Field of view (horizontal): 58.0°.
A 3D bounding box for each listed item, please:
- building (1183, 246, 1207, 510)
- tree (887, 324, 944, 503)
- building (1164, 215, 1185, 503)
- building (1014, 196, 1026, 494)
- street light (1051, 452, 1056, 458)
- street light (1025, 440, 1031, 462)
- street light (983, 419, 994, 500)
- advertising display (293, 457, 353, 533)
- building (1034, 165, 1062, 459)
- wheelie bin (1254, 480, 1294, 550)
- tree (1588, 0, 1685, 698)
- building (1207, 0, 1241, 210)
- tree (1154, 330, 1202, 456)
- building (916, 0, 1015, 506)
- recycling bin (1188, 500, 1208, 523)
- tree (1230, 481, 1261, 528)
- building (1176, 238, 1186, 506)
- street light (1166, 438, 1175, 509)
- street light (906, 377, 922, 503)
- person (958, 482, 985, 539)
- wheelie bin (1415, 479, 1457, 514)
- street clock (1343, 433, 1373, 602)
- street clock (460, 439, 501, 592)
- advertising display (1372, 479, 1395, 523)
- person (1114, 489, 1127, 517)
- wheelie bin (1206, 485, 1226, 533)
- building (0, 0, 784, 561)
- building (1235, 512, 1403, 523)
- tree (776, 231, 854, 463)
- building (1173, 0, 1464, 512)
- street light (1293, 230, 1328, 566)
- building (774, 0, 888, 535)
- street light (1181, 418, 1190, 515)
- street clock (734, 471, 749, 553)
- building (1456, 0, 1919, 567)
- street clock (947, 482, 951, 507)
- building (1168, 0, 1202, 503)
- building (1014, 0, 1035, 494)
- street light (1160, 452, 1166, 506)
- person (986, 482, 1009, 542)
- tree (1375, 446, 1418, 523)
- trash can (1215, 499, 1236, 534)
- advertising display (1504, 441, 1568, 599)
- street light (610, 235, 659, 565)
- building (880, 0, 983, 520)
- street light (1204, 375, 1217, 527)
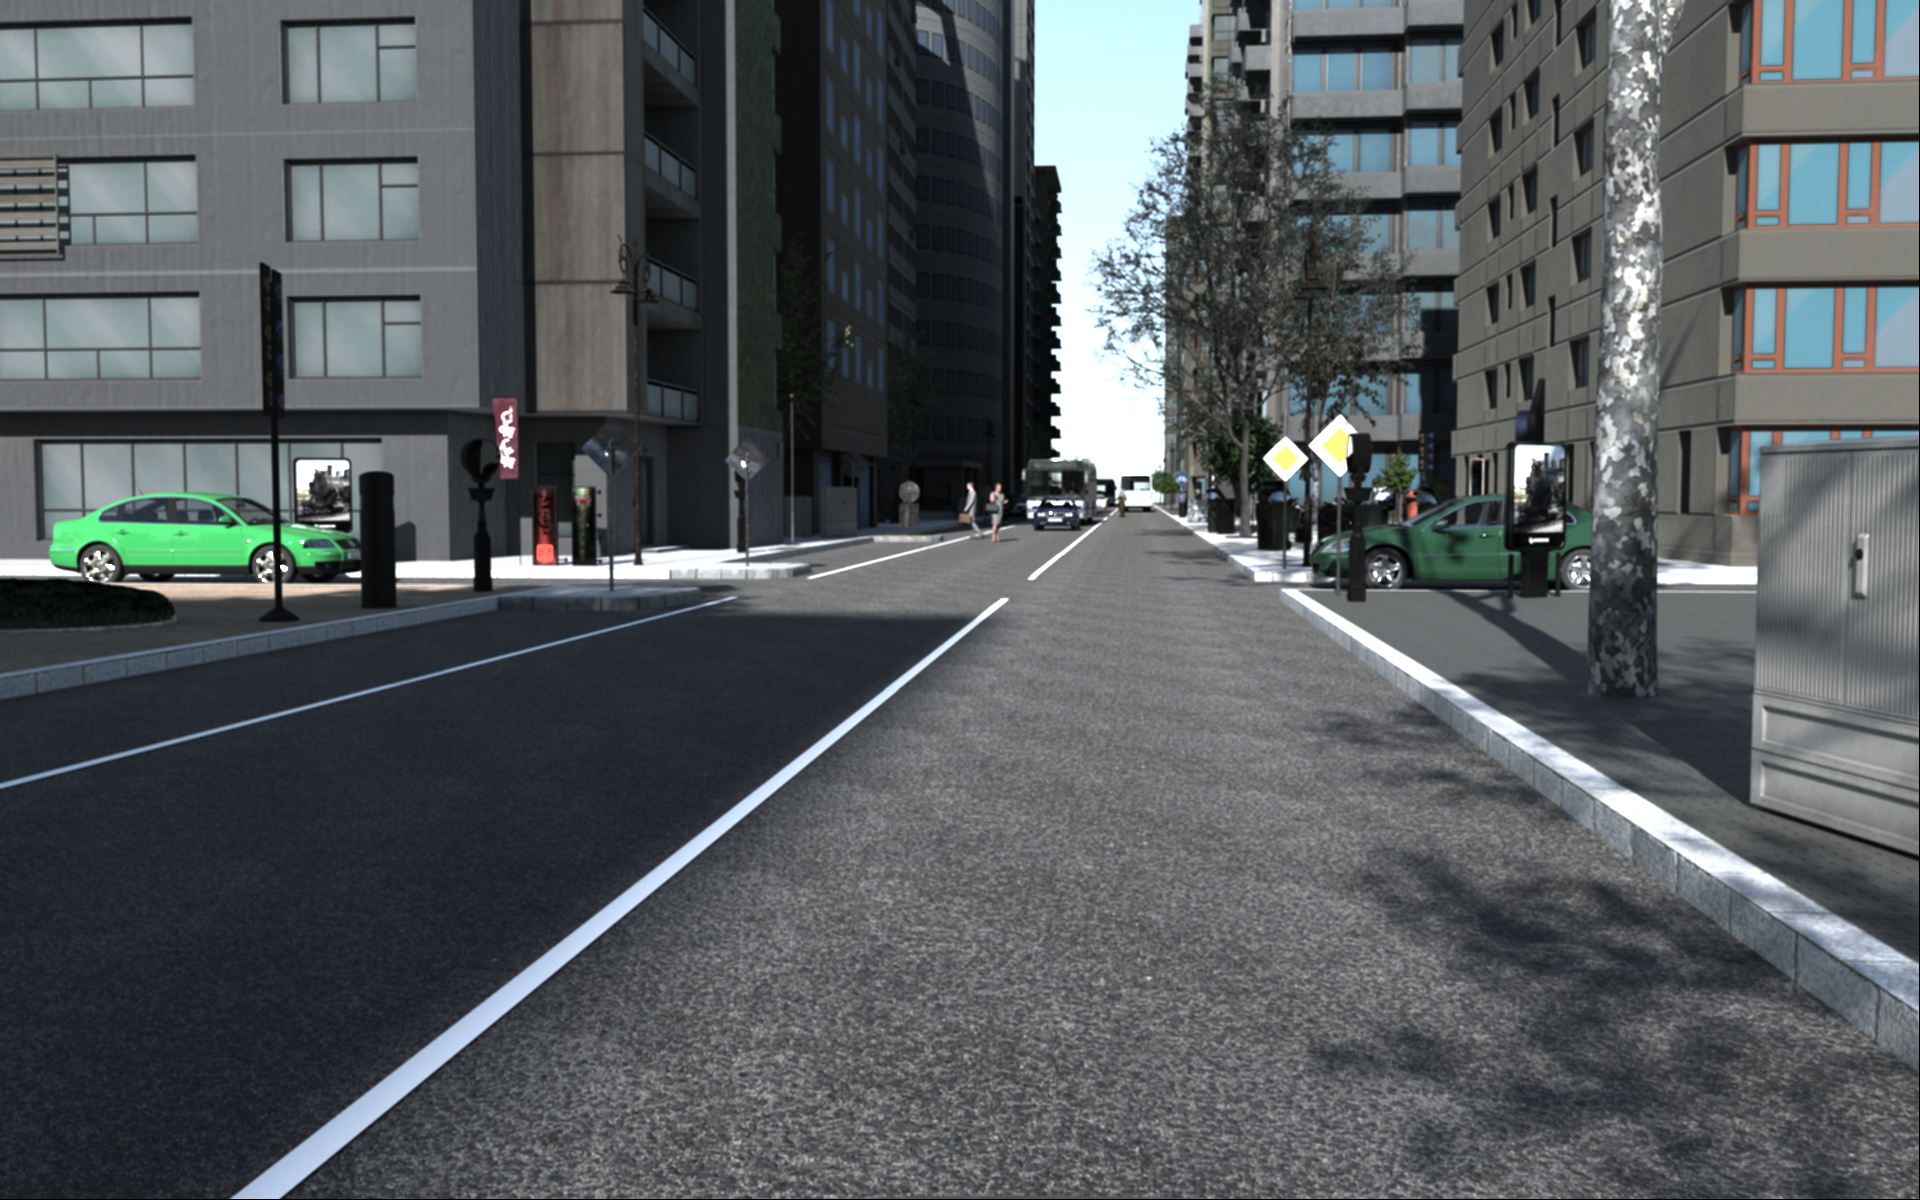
[{"bbox_3d":[31.431,-17.590,132.641,27.650,21.520,28.899,0,4,6],"label":"building"},{"bbox_3d":[-2.639,-7.577,74.240,4.737,8.622,4.395,0,3,0],"label":"tree"},{"bbox_3d":[37.224,-34.950,255.023,14.154,41.232,14.086,0,4,6],"label":"building"},{"bbox_3d":[-1.263,-23.863,161.859,14.160,30.474,14.107,0,4,6],"label":"building"},{"bbox_3d":[10.423,-13.281,189.936,0.468,5.910,1.993,0,4,6],"label":"street light"},{"bbox_3d":[5.721,-10.496,144.397,0.468,5.910,1.993,0,4,6],"label":"street light"},{"bbox_3d":[1.913,-8.223,107.226,0.468,5.910,1.993,0,4,6],"label":"street light"},{"bbox_3d":[-11.300,-1.561,30.732,0.974,1.923,0.123,-2,4,-30],"label":"advertising display"},{"bbox_3d":[1.934,-34.962,226.247,22.147,44.769,28.867,0,4,6],"label":"building"},{"bbox_3d":[7.184,-1.941,39.638,0.693,1.594,0.980,-3,4,-37],"label":"wheelie bin"},{"bbox_3d":[4.736,-9.371,9.109,12.611,20.169,13.585,0,3,0],"label":"tree"},{"bbox_3d":[22.923,-26.162,111.340,14.154,41.232,14.086,0,4,6],"label":"building"},{"bbox_3d":[10.237,-7.395,71.264,4.360,8.622,3.978,0,3,0],"label":"tree"},{"bbox_3d":[-7.684,-35.336,119.747,21.231,58.520,28.212,0,4,6],"label":"building"},{"bbox_3d":[10.744,-4.007,78.073,0.722,1.027,0.722,-1,4,-22],"label":"recycling bin"},{"bbox_3d":[11.215,-4.356,65.828,1.663,3.219,1.824,0,3,0],"label":"tree"},{"bbox_3d":[31.563,-25.950,195.977,14.160,30.474,14.107,0,4,6],"label":"building"},{"bbox_3d":[17.580,-10.447,143.591,0.468,5.910,1.993,0,4,6],"label":"street light"},{"bbox_3d":[-1.818,-5.851,68.456,0.468,5.910,1.993,0,4,6],"label":"street light"},{"bbox_3d":[0.359,-2.834,54.951,0.853,1.813,0.709,0,4,-2],"label":"person"},{"bbox_3d":[9.759,-1.689,35.525,0.980,1.594,0.693,-3,4,-38],"label":"wheelie bin"},{"bbox_3d":[4.743,-0.984,20.656,0.358,2.002,0.471,0,4,2],"label":"street clock"},{"bbox_3d":[-6.284,-1.113,22.761,0.471,2.002,0.358,-2,4,-33],"label":"street clock"},{"bbox_3d":[17.594,-4.079,71.908,0.974,1.923,0.123,3,4,38],"label":"advertising display"},{"bbox_3d":[9.973,-5.992,107.198,0.721,1.736,1.217,3,5,44],"label":"person"},{"bbox_3d":[8.517,-3.042,57.648,0.693,1.594,0.980,0,4,7],"label":"wheelie bin"},{"bbox_3d":[-12.301,-21.683,38.110,14.154,41.232,14.086,0,4,6],"label":"building"},{"bbox_3d":[25.138,-28.603,87.274,23.786,49.044,30.456,0,4,6],"label":"building"},{"bbox_3d":[-5.148,-6.059,49.434,4.737,8.622,4.395,0,3,0],"label":"tree"},{"bbox_3d":[32.261,-33.166,161.876,23.786,49.044,30.456,0,4,6],"label":"building"},{"bbox_3d":[6.165,-3.537,30.623,0.468,5.910,1.993,0,4,6],"label":"street light"},{"bbox_3d":[-10.409,-25.070,60.009,14.600,45.320,14.200,0,4,6],"label":"building"},{"bbox_3d":[13.811,-8.190,106.692,0.468,5.910,1.993,0,4,6],"label":"street light"},{"bbox_3d":[-4.787,-2.044,37.985,0.358,2.002,0.471,-1,4,-17],"label":"street clock"},{"bbox_3d":[29.390,-12.060,42.217,28.899,21.520,27.650,0,4,6],"label":"building"},{"bbox_3d":[-0.600,-6.200,105.938,0.358,2.002,0.471,1,4,21],"label":"street clock"},{"bbox_3d":[39.571,-56.154,230.786,22.319,86.520,31.000,0,4,6],"label":"building"},{"bbox_3d":[0.365,-46.638,200.780,20.563,71.187,20.611,0,4,6],"label":"building"},{"bbox_3d":[21.316,-12.686,180.208,0.468,5.910,1.993,0,4,6],"label":"street light"},{"bbox_3d":[1.093,-2.620,51.690,0.716,1.782,0.532,-2,4,-33],"label":"person"},{"bbox_3d":[17.563,-4.597,69.757,1.663,3.219,1.824,0,3,0],"label":"tree"},{"bbox_3d":[8.518,-2.689,55.623,0.748,1.137,0.748,0,3,0],"label":"trash can"},{"bbox_3d":[7.129,-0.993,21.450,0.974,1.923,0.123,-2,4,-31],"label":"advertising display"},{"bbox_3d":[-5.816,-3.569,31.144,0.468,5.910,1.993,0,4,6],"label":"street light"},{"bbox_3d":[-15.303,-24.567,93.558,32.217,40.220,23.993,0,4,6],"label":"building"},{"bbox_3d":[9.718,-5.778,67.259,0.468,5.910,1.993,0,4,6],"label":"street light"}]
